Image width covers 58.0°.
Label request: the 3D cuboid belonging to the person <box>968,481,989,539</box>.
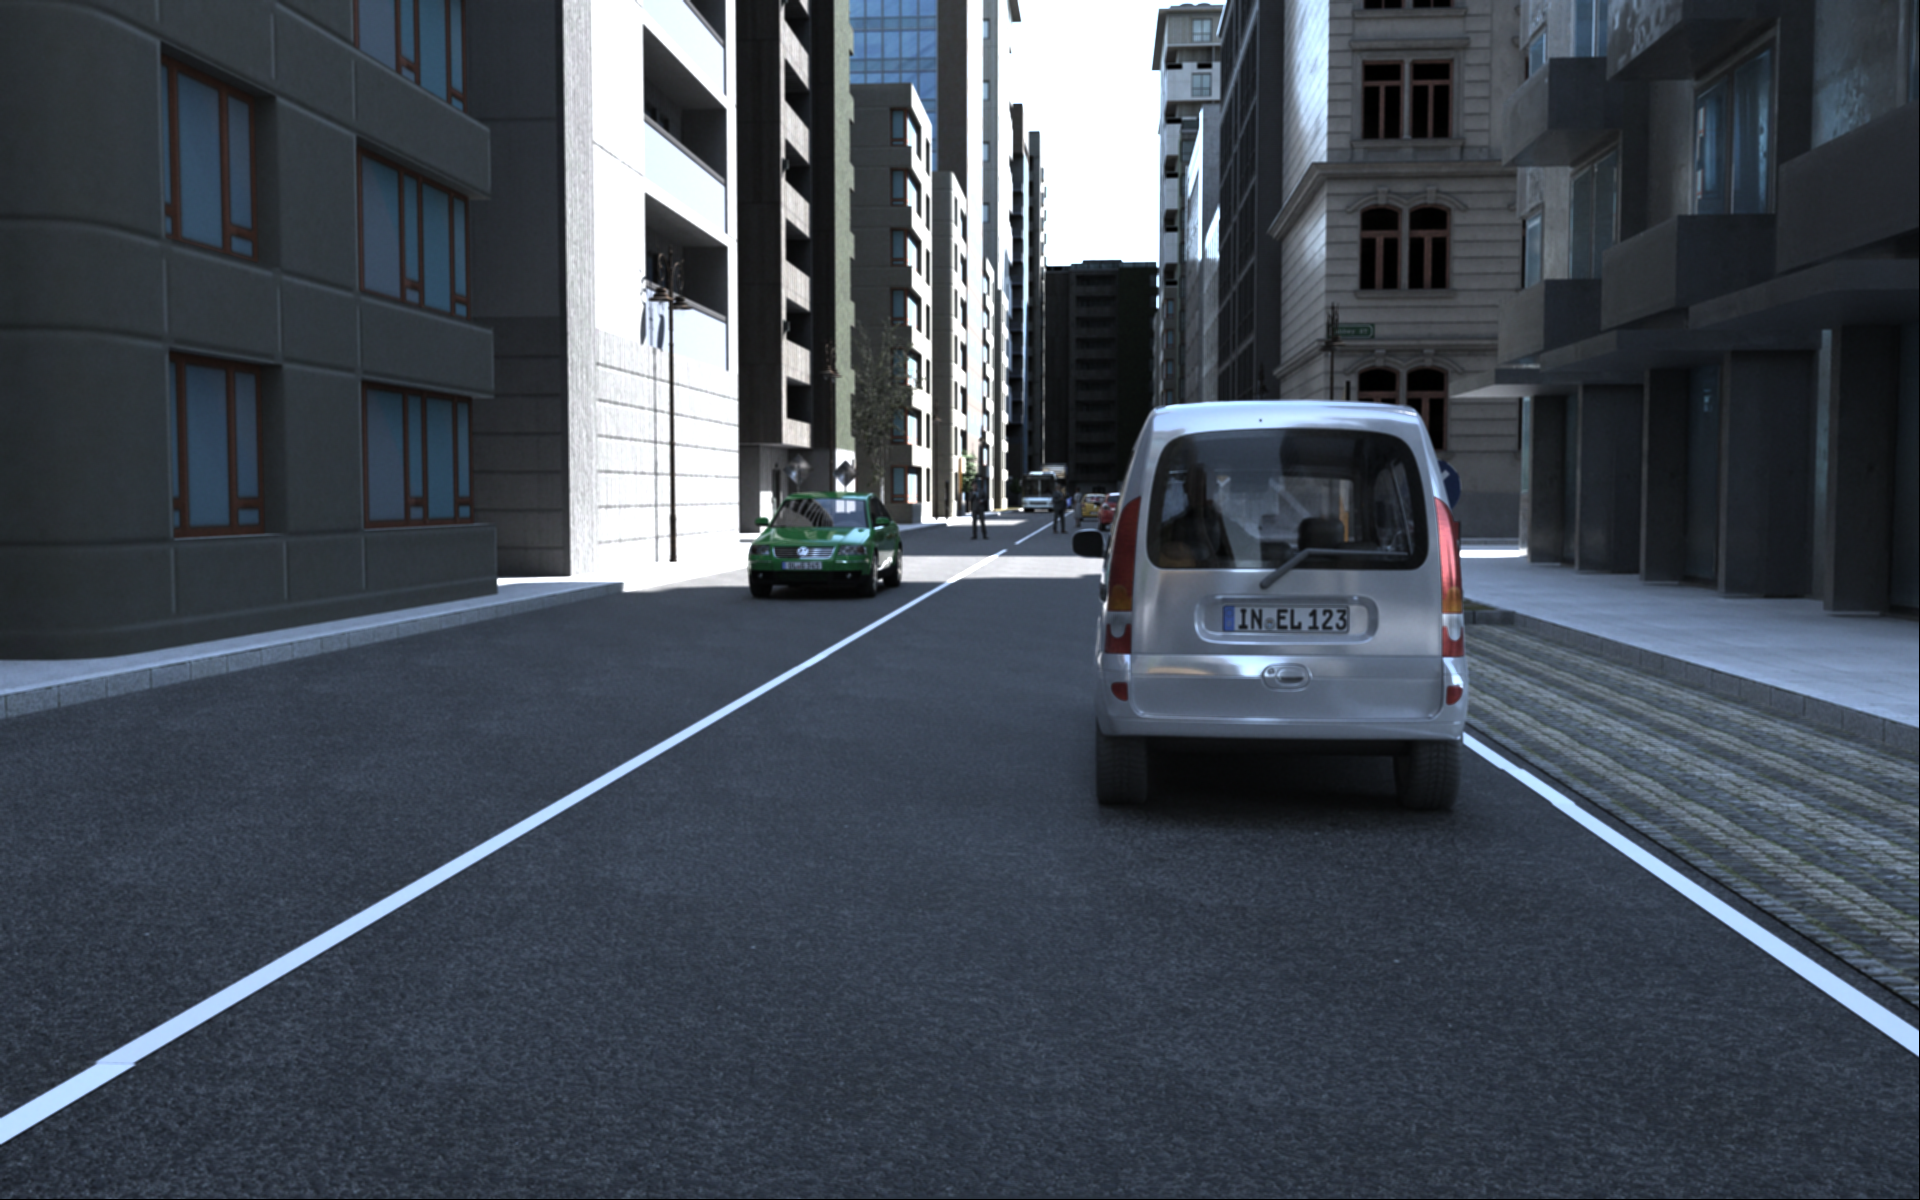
[{"bbox_3d":[0.596,-2.868,55.199,0.655,1.846,0.447,0,4,3],"label":"person"}]

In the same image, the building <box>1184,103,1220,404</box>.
[{"bbox_3d":[21.402,-18.138,114.576,12.078,24.808,19.932,0,4,5],"label":"building"}]

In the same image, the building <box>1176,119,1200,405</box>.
[{"bbox_3d":[24.070,-22.301,136.326,14.160,30.474,14.107,0,4,5],"label":"building"}]

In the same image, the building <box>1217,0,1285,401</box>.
[{"bbox_3d":[18.979,-17.211,74.902,14.314,27.812,24.014,0,4,5],"label":"building"}]

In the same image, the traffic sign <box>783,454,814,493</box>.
[{"bbox_3d":[-4.045,-2.429,43.355,0.795,2.450,0.064,0,4,5],"label":"traffic sign"}]

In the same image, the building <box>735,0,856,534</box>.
[{"bbox_3d":[-11.528,-17.543,58.535,14.160,30.474,14.107,0,4,5],"label":"building"}]

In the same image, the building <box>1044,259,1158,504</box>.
[{"bbox_3d":[17.509,-27.173,215.987,14.107,30.474,14.160,0,4,5],"label":"building"}]

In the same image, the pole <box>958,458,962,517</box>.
[{"bbox_3d":[0.005,-6.305,96.937,0.158,3.312,0.155,0,3,0],"label":"pole"}]

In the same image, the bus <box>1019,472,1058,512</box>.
[{"bbox_3d":[6.499,-8.878,140.021,2.948,3.499,13.247,0,4,4],"label":"bus"}]

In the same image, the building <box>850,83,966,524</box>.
[{"bbox_3d":[-14.626,-14.897,88.608,27.650,21.520,28.899,0,4,5],"label":"building"}]

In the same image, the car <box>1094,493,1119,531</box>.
[{"bbox_3d":[6.377,-3.629,68.375,2.155,1.783,4.494,0,4,3],"label":"car"}]

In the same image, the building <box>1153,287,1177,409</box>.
[{"bbox_3d":[31.883,-19.130,157.820,27.650,21.520,28.899,0,4,5],"label":"building"}]

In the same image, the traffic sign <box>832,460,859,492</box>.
[{"bbox_3d":[-3.391,-2.916,51.314,0.795,2.450,0.064,0,4,5],"label":"traffic sign"}]

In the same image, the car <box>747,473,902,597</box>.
[{"bbox_3d":[-1.923,-1.022,25.500,1.959,1.807,4.718,0,4,5],"label":"car"}]

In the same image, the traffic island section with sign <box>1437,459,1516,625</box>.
[{"bbox_3d":[5.135,-0.685,19.836,1.989,1.847,2.006,0,4,5],"label":"traffic island section with sign"}]

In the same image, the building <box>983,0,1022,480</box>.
[{"bbox_3d":[-8.858,-35.467,169.126,28.713,52.752,27.495,0,4,5],"label":"building"}]

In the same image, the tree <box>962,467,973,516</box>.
[{"bbox_3d":[-0.053,-6.677,103.765,1.663,3.219,1.824,0,3,0],"label":"tree"}]

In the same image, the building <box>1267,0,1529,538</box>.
[{"bbox_3d":[22.092,-16.371,55.064,23.554,28.519,14.401,0,4,5],"label":"building"}]

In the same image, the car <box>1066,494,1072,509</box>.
[{"bbox_3d":[10.218,-9.963,172.490,1.945,1.707,3.694,0,4,6],"label":"car"}]

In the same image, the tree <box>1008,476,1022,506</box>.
[{"bbox_3d":[6.296,-11.799,187.517,1.663,3.219,1.824,0,3,0],"label":"tree"}]

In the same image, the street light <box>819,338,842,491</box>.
[{"bbox_3d":[-3.836,-4.816,51.522,0.468,5.910,1.993,0,4,5],"label":"street light"}]

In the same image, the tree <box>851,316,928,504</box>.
[{"bbox_3d":[-3.442,-7.383,71.070,4.360,8.622,3.978,0,3,0],"label":"tree"}]

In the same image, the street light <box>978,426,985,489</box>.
[{"bbox_3d":[1.460,-8.731,115.542,0.468,5.910,1.993,0,4,5],"label":"street light"}]

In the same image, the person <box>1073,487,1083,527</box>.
[{"bbox_3d":[5.057,-4.042,75.157,0.524,1.755,0.480,3,5,44],"label":"person"}]

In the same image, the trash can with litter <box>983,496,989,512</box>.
[{"bbox_3d":[1.777,-6.962,125.212,0.624,1.170,1.055,0,4,6],"label":"trash can with litter"}]

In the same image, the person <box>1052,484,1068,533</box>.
[{"bbox_3d":[3.690,-3.357,63.558,0.590,1.801,0.661,3,5,45],"label":"person"}]

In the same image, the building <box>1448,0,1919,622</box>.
[{"bbox_3d":[20.011,-24.540,20.833,23.786,49.044,30.456,0,4,5],"label":"building"}]

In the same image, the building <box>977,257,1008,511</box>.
[{"bbox_3d":[-10.671,-18.162,141.989,27.650,21.520,28.899,0,4,5],"label":"building"}]

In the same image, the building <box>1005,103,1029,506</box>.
[{"bbox_3d":[0.303,-33.347,195.337,14.200,45.320,14.600,0,4,5],"label":"building"}]

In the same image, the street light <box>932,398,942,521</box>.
[{"bbox_3d":[-1.132,-6.758,83.278,0.468,5.910,1.993,0,4,5],"label":"street light"}]

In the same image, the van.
[{"bbox_3d":[1.583,-0.140,9.294,2.013,2.044,4.112,0,4,6],"label":"van"}]

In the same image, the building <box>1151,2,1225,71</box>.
[{"bbox_3d":[35.069,-36.444,185.096,28.713,52.752,27.495,0,4,5],"label":"building"}]

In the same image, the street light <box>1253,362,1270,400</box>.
[{"bbox_3d":[10.528,-5.375,60.672,0.468,5.910,1.993,0,4,5],"label":"street light"}]

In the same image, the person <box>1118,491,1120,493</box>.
[{"bbox_3d":[14.485,-9.034,156.940,1.217,1.736,0.721,-2,4,-32],"label":"person"}]

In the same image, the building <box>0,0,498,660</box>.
[{"bbox_3d":[-20.895,-9.987,8.331,27.650,21.520,28.899,0,4,5],"label":"building"}]

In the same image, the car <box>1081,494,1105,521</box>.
[{"bbox_3d":[7.247,-5.058,92.917,2.015,1.641,3.980,0,4,4],"label":"car"}]

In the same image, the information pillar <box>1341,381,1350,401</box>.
[{"bbox_3d":[7.998,-2.732,36.022,0.183,3.616,0.504,0,4,-1],"label":"information pillar"}]

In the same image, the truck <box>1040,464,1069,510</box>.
[{"bbox_3d":[8.796,-10.589,162.050,2.839,4.237,11.283,0,4,4],"label":"truck"}]

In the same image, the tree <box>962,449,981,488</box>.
[{"bbox_3d":[-0.276,-7.591,107.820,4.285,4.588,4.351,0,3,0],"label":"tree"}]

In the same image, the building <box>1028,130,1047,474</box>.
[{"bbox_3d":[0.072,-36.546,221.229,21.600,48.544,21.300,0,4,5],"label":"building"}]

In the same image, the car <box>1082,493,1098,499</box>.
[{"bbox_3d":[11.139,-8.236,143.699,2.155,1.783,4.494,0,4,4],"label":"car"}]

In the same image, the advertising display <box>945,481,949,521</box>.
[{"bbox_3d":[-0.640,-4.788,83.490,0.123,1.923,0.974,0,4,-4],"label":"advertising display"}]

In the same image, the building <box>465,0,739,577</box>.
[{"bbox_3d":[-19.379,-30.130,34.622,28.212,58.520,21.231,0,4,5],"label":"building"}]

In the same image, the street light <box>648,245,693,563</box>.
[{"bbox_3d":[-5.384,-3.644,32.364,0.468,5.910,1.993,0,4,5],"label":"street light"}]

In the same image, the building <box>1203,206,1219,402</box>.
[{"bbox_3d":[19.222,-14.766,96.176,10.420,20.320,16.860,0,4,5],"label":"building"}]

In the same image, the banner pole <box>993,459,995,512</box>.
[{"bbox_3d":[2.416,-8.096,122.389,0.401,3.779,0.863,0,4,-1],"label":"banner pole"}]

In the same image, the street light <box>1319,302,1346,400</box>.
[{"bbox_3d":[8.977,-4.225,41.867,0.468,5.910,1.993,0,4,5],"label":"street light"}]

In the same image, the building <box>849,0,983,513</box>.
[{"bbox_3d":[-5.849,-28.541,116.757,14.600,45.320,14.200,0,4,5],"label":"building"}]
